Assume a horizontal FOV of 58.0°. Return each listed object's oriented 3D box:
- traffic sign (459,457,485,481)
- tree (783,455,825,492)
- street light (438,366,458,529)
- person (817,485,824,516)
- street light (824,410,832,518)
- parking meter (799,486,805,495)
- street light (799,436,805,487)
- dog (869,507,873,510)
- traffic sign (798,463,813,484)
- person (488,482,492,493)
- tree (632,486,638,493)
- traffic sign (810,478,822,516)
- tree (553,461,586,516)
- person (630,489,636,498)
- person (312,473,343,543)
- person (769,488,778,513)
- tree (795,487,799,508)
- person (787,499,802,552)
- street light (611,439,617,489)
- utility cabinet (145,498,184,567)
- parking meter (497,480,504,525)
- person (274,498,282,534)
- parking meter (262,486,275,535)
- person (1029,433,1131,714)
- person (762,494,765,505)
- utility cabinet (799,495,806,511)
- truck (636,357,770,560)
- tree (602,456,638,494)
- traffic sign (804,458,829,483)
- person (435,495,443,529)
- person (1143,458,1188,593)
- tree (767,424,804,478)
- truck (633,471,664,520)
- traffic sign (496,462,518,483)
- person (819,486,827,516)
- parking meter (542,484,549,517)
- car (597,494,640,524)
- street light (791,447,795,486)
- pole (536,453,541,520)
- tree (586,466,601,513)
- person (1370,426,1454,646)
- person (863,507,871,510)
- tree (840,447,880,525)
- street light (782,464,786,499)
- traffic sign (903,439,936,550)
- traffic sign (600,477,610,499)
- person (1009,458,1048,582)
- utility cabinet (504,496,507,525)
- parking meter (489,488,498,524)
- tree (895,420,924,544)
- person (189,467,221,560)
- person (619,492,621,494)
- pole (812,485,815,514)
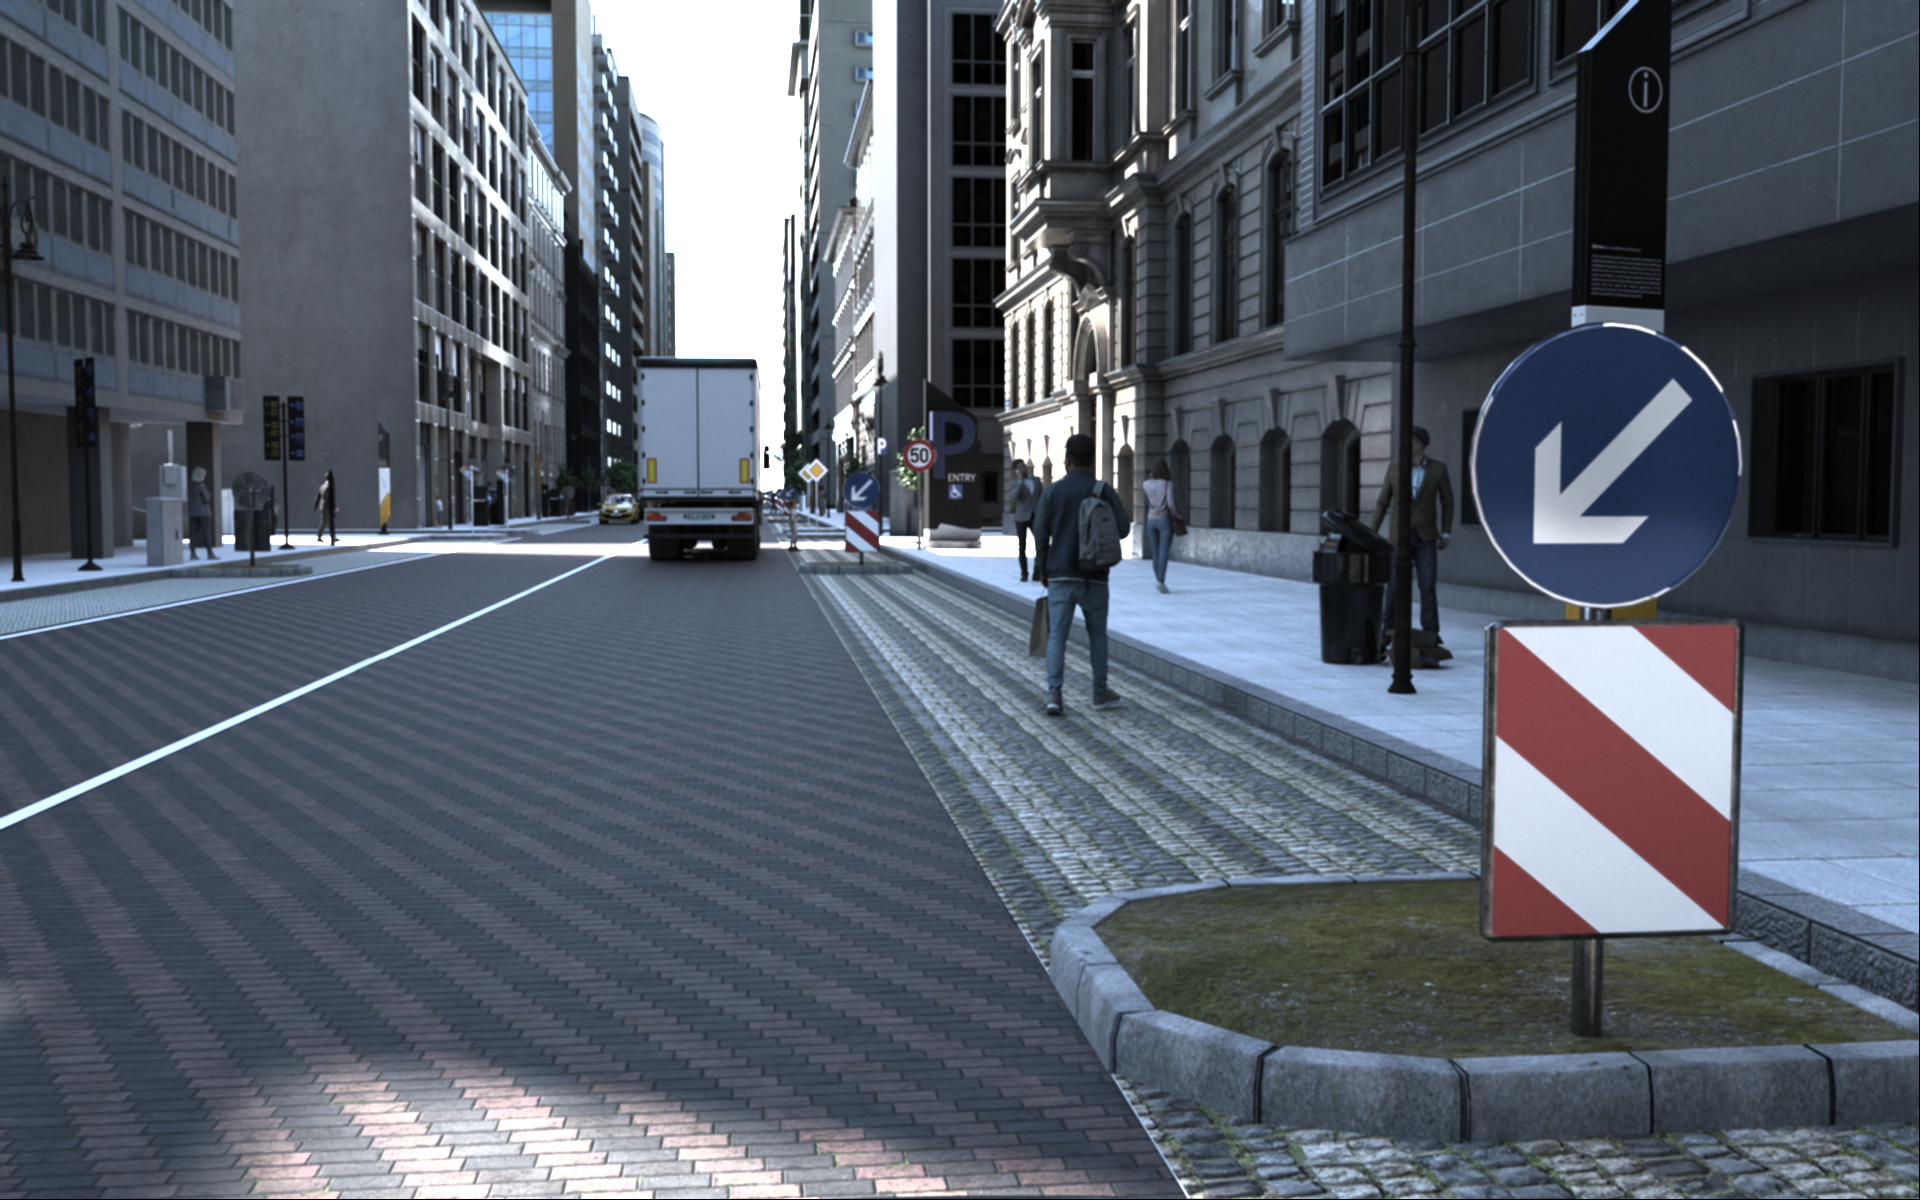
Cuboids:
[{"bbox_3d":[-15.436,-3.216,54.768,0.795,2.593,0.064,0,4,-7],"label":"traffic sign"},{"bbox_3d":[-13.051,-9.888,145.374,4.285,4.588,4.351,0,3,0],"label":"tree"},{"bbox_3d":[-18.482,-5.494,62.621,0.468,5.910,1.993,0,4,-7],"label":"street light"},{"bbox_3d":[-8.050,-5.694,99.504,0.532,1.782,0.716,0,3,0],"label":"person"},{"bbox_3d":[-7.121,-7.395,93.700,0.468,5.910,1.993,0,4,-7],"label":"street light"},{"bbox_3d":[-12.115,-7.761,132.605,0.399,1.863,0.255,-3,4,-38],"label":"parking meter"},{"bbox_3d":[-12.639,-10.122,138.285,0.468,5.910,1.993,0,4,-7],"label":"street light"},{"bbox_3d":[-3.341,-3.209,66.838,0.513,0.831,0.800,-1,4,-10],"label":"dog"},{"bbox_3d":[-5.581,-3.779,63.983,0.795,2.593,0.064,0,4,-7],"label":"traffic sign"},{"bbox_3d":[-20.847,-4.311,76.625,0.850,1.850,0.679,-1,4,-11],"label":"person"},{"bbox_3d":[-31.905,-10.850,171.993,1.663,3.219,1.824,0,3,0],"label":"tree"},{"bbox_3d":[-8.488,-6.237,102.075,0.768,2.556,0.104,0,4,1],"label":"traffic sign"},{"bbox_3d":[-23.218,-6.536,101.470,1.663,3.219,1.824,0,3,0],"label":"tree"},{"bbox_3d":[-30.913,-9.551,162.889,1.217,1.739,0.721,3,4,37],"label":"person"},{"bbox_3d":[-16.488,-2.414,45.291,0.755,1.850,0.659,-2,4,-34],"label":"person"},{"bbox_3d":[-14.029,-7.435,129.838,0.755,1.850,0.659,-2,4,-34],"label":"person"},{"bbox_3d":[-14.866,-10.129,160.211,1.663,3.219,1.824,0,3,0],"label":"tree"},{"bbox_3d":[-4.104,-1.845,42.940,0.394,1.301,0.425,-1,4,-19],"label":"person"},{"bbox_3d":[-27.666,-10.144,138.639,0.468,5.910,1.993,0,4,-7],"label":"street light"},{"bbox_3d":[-14.254,-1.217,31.066,0.306,1.237,1.020,0,4,-5],"label":"utility cabinet"},{"bbox_3d":[-19.049,-4.043,71.820,0.255,1.863,0.399,-1,4,-10],"label":"parking meter"},{"bbox_3d":[-23.153,-2.800,58.559,0.475,1.303,0.640,-3,5,-39],"label":"person"},{"bbox_3d":[-21.457,-2.770,53.702,0.372,1.533,0.369,0,3,0],"label":"parking meter"},{"bbox_3d":[0.728,-0.172,11.295,0.794,1.824,0.713,2,4,26],"label":"person"},{"bbox_3d":[-25.693,-13.206,225.148,0.721,1.736,1.217,2,4,29],"label":"person"},{"bbox_3d":[-11.659,-7.146,127.999,0.306,1.237,1.020,1,4,9],"label":"utility cabinet"},{"bbox_3d":[-5.957,-3.191,41.088,2.839,4.237,11.283,0,4,-6],"label":"truck"},{"bbox_3d":[-29.125,-10.134,149.405,4.285,4.588,4.351,0,3,0],"label":"tree"},{"bbox_3d":[-4.619,-3.295,56.056,0.795,2.593,0.064,0,4,-7],"label":"traffic sign"},{"bbox_3d":[-19.406,-3.288,64.481,0.352,1.250,0.332,3,5,44],"label":"person"},{"bbox_3d":[2.628,-0.977,22.608,0.593,1.750,0.643,3,4,37],"label":"person"},{"bbox_3d":[-21.330,-17.577,221.801,7.601,10.594,8.767,2,4,31],"label":"tree"},{"bbox_3d":[-17.323,-6.822,100.461,2.839,4.237,11.283,-1,4,-8],"label":"truck"},{"bbox_3d":[-16.399,-3.701,62.695,0.795,2.593,0.064,0,4,-7],"label":"traffic sign"},{"bbox_3d":[-7.976,-5.752,100.642,0.519,1.759,0.362,0,4,1],"label":"person"},{"bbox_3d":[-22.785,-5.475,95.234,0.399,1.863,0.255,0,4,-6],"label":"parking meter"},{"bbox_3d":[-16.401,-4.474,83.376,2.015,1.641,3.980,0,4,-7],"label":"car"},{"bbox_3d":[-16.338,-12.013,169.197,0.468,5.910,1.993,0,4,-7],"label":"street light"},{"bbox_3d":[-21.030,-5.659,86.375,0.158,3.312,0.155,0,3,0],"label":"pole"},{"bbox_3d":[-25.463,-7.637,119.460,1.663,3.219,1.824,0,3,0],"label":"tree"},{"bbox_3d":[3.706,-0.511,14.307,0.656,1.842,0.836,-1,4,-15],"label":"person"},{"bbox_3d":[-3.513,-3.558,64.234,0.581,1.822,0.654,-3,4,-39],"label":"person"},{"bbox_3d":[-4.327,-4.696,71.389,1.663,3.219,1.824,0,3,0],"label":"tree"},{"bbox_3d":[-21.701,-14.747,213.896,0.468,5.910,1.993,0,4,-7],"label":"street light"},{"bbox_3d":[-0.936,-2.434,39.906,0.768,2.556,0.104,0,4,-1],"label":"traffic sign"},{"bbox_3d":[-25.746,-7.675,125.598,0.768,2.556,0.104,0,4,0],"label":"traffic sign"},{"bbox_3d":[1.020,-1.175,25.438,0.592,1.802,0.473,0,4,-2],"label":"person"},{"bbox_3d":[-19.224,-3.772,72.832,0.306,1.237,1.020,0,4,-7],"label":"utility cabinet"},{"bbox_3d":[-19.716,-3.967,73.277,0.372,1.533,0.369,0,3,0],"label":"parking meter"},{"bbox_3d":[-0.829,-3.069,44.773,1.663,3.219,1.824,0,3,0],"label":"tree"},{"bbox_3d":[-14.816,-1.690,33.857,0.537,1.800,0.526,3,5,43],"label":"person"},{"bbox_3d":[-28.665,-8.359,145.941,0.991,1.433,0.599,1,4,19],"label":"person"},{"bbox_3d":[-9.535,-7.252,112.421,0.158,3.312,0.155,0,3,0],"label":"pole"}]
